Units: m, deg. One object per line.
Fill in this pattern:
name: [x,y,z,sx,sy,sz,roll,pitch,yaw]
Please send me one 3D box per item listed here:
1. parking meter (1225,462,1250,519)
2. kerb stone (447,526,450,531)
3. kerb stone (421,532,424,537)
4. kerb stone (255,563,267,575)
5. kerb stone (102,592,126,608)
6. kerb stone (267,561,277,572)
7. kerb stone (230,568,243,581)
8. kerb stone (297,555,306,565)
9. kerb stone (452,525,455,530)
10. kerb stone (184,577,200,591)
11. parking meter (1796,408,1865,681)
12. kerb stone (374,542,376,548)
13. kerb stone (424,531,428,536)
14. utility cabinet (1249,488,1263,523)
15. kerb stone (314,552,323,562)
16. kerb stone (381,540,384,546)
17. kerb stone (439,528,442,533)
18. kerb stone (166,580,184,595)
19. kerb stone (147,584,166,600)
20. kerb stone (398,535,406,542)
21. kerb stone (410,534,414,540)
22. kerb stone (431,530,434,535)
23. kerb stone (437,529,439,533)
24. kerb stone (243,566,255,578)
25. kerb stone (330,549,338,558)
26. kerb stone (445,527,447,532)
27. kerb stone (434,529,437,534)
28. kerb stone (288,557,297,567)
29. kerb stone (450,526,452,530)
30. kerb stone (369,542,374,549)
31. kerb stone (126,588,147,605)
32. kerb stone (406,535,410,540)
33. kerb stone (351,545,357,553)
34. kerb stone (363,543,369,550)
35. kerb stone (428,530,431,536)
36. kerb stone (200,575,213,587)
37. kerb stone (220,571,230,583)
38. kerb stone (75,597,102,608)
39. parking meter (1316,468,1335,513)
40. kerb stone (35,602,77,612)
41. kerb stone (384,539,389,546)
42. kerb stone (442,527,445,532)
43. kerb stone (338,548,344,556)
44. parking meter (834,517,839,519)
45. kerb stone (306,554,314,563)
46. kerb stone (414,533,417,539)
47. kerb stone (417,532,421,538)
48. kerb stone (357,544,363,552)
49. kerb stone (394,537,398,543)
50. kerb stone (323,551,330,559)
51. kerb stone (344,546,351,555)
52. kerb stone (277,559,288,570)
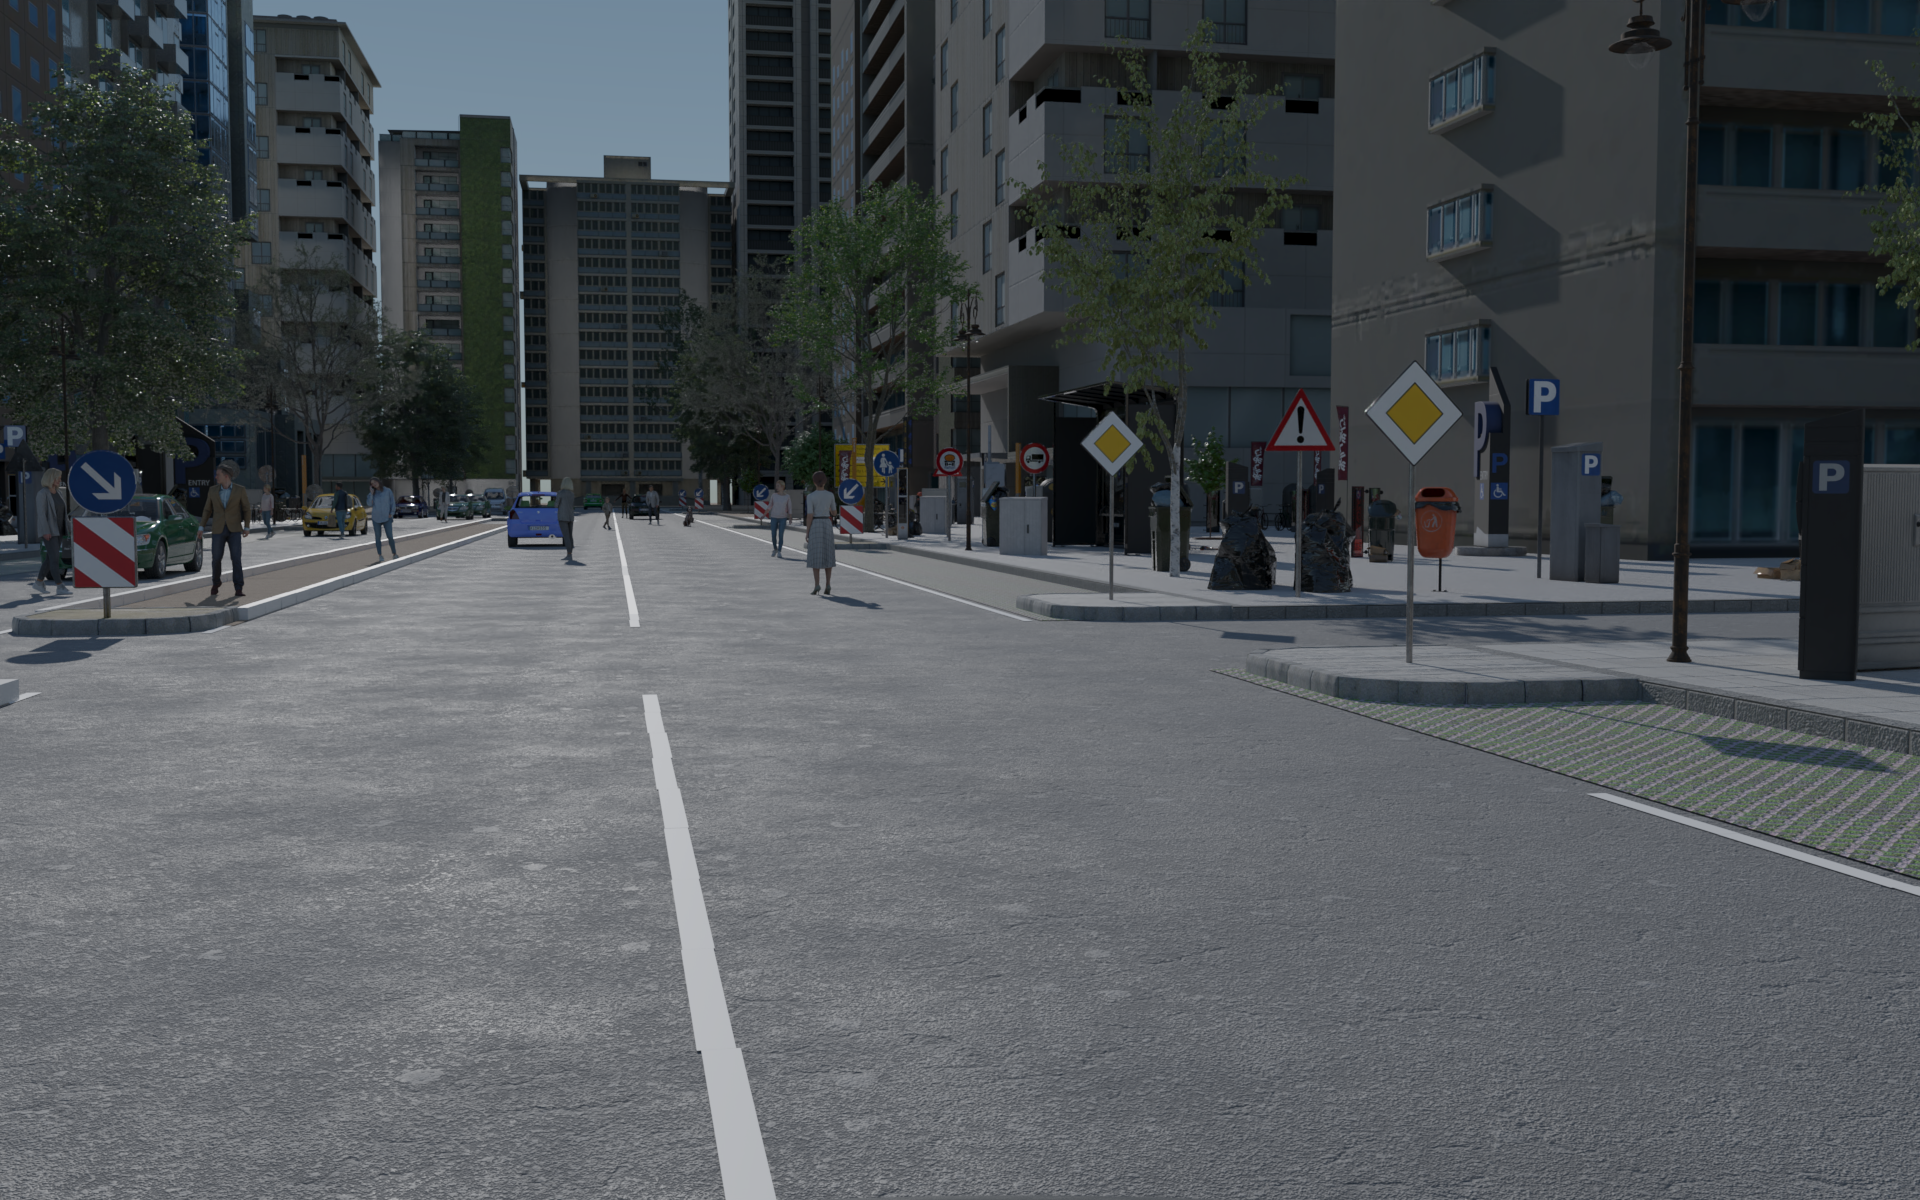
parking meter: [5.005,-1.561,31.234,0.399,1.863,0.255,0,4,-5]
kerb stone: [-19.610,-2.672,65.888,0.120,0.150,1.000,-1,4,-11]
kerb stone: [-17.784,-2.117,56.837,0.120,0.150,1.000,-1,4,-11]
kerb stone: [-12.495,-0.521,30.707,0.120,0.150,1.000,-1,4,-11]
kerb stone: [-10.666,0.033,21.649,0.120,0.150,1.000,-1,4,-11]
kerb stone: [-12.706,-0.582,31.712,0.120,0.150,1.000,-1,4,-11]
kerb stone: [-12.088,-0.396,28.690,0.120,0.150,1.000,-1,4,-11]
kerb stone: [-13.312,-0.767,34.730,0.120,0.150,1.000,-1,4,-11]
kerb stone: [-20.015,-2.795,67.892,0.120,0.150,1.000,-1,4,-11]
kerb stone: [-11.488,-0.212,25.672,0.120,0.150,1.000,-1,4,-11]
parking meter: [6.011,-0.384,11.992,0.399,1.863,0.255,2,4,31]
kerb stone: [-15.545,-1.442,45.779,0.120,0.150,1.000,-1,4,-11]
kerb stone: [-17.980,-2.180,57.841,0.120,0.150,1.000,-1,4,-11]
utility cabinet: [10.897,-3.491,65.760,1.173,1.500,0.318,-1,4,-14]
kerb stone: [-13.718,-0.889,36.734,0.120,0.150,1.000,-1,4,-11]
kerb stone: [-15.760,-1.503,46.789,0.120,0.150,1.000,-1,4,-11]
kerb stone: [-18.995,-2.488,62.868,0.120,0.150,1.000,-1,4,-11]
kerb stone: [-11.279,-0.151,24.668,0.120,0.150,1.000,-1,4,-11]
kerb stone: [-11.073,-0.090,23.662,0.120,0.150,1.000,-1,4,-11]
kerb stone: [-16.769,-1.812,51.820,0.120,0.150,1.000,-1,4,-11]
kerb stone: [-17.173,-1.935,53.829,0.120,0.150,1.000,-1,4,-11]
kerb stone: [-18.390,-2.302,59.851,0.120,0.150,1.000,-1,4,-11]
kerb stone: [-18.798,-2.426,61.865,0.120,0.150,1.000,-1,4,-11]
kerb stone: [-12.294,-0.458,29.691,0.120,0.150,1.000,-1,4,-11]
kerb stone: [-14.118,-1.007,38.740,0.120,0.150,1.000,-1,4,-11]
kerb stone: [-19.411,-2.611,64.885,0.120,0.150,1.000,-1,4,-11]
kerb stone: [-18.594,-2.365,60.856,0.120,0.150,1.000,-1,4,-11]
kerb stone: [-13.114,-0.705,33.720,0.120,0.150,1.000,-1,4,-11]
kerb stone: [-19.810,-2.734,66.890,0.120,0.150,1.000,-1,4,-11]
kerb stone: [-15.344,-1.374,44.777,0.120,0.150,1.000,-1,4,-11]
kerb stone: [-10.869,-0.028,22.651,0.120,0.150,1.000,-1,4,-11]
kerb stone: [-16.978,-1.871,52.821,0.120,0.150,1.000,-1,4,-11]
kerb stone: [-14.735,-1.193,41.767,0.120,0.150,1.000,-1,4,-11]
kerb stone: [-15.143,-1.320,43.774,0.120,0.150,1.000,-1,4,-11]
kerb stone: [-18.191,-2.242,58.846,0.120,0.150,1.000,-1,4,-11]
kerb stone: [-11.695,-0.274,26.673,0.120,0.150,1.000,-1,4,-11]
kerb stone: [-11.889,-0.329,27.680,0.120,0.150,1.000,-1,4,-11]
kerb stone: [-10.466,0.095,20.646,0.120,0.150,1.000,-1,4,-11]
parking meter: [8.329,-2.068,39.519,0.255,1.863,0.399,-2,4,-28]
kerb stone: [-10.264,0.159,19.642,0.120,0.150,1.000,-1,4,-11]
kerb stone: [-15.949,-1.566,47.794,0.120,0.150,1.000,-1,4,-11]
kerb stone: [-19.208,-2.550,63.883,0.120,0.150,1.000,-1,4,-11]
kerb stone: [-14.329,-1.073,39.743,0.120,0.150,1.000,-1,4,-11]
parking meter: [-6.191,-4.840,87.550,0.372,1.533,0.369,0,3,0]
kerb stone: [-13.520,-0.828,35.731,0.120,0.150,1.000,-1,4,-11]
kerb stone: [-17.374,-1.996,54.833,0.120,0.150,1.000,-1,4,-11]
kerb stone: [-17.578,-2.054,55.836,0.120,0.150,1.000,-1,4,-11]
kerb stone: [-14.935,-1.259,42.773,0.120,0.150,1.000,-1,4,-11]
kerb stone: [-16.365,-1.688,49.796,0.120,0.150,1.000,-1,4,-11]
kerb stone: [-13.922,-0.943,37.736,0.120,0.150,1.000,-1,4,-11]
kerb stone: [-14.532,-1.133,40.751,0.120,0.150,1.000,-1,4,-11]
kerb stone: [-12.905,-0.643,32.717,0.120,0.150,1.000,-1,4,-11]
